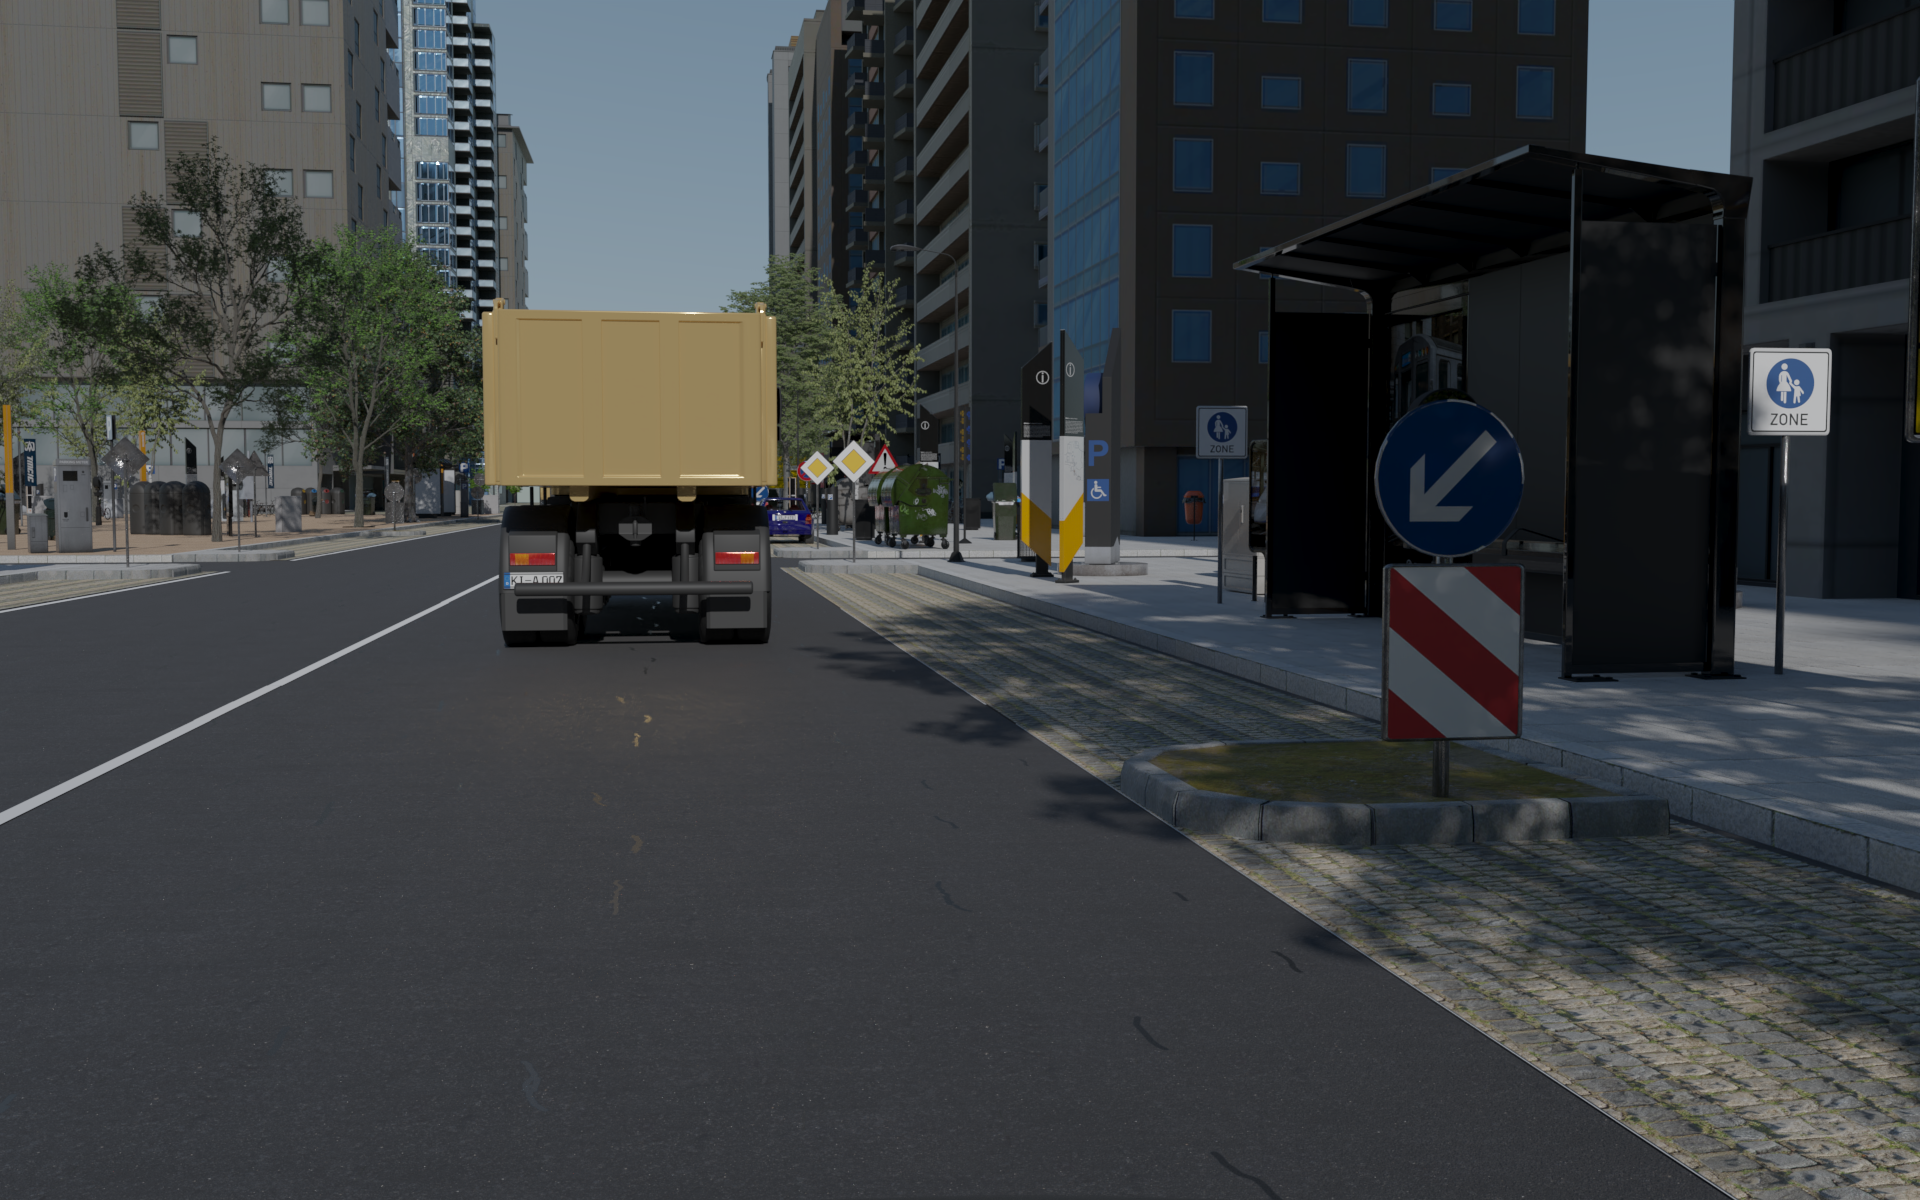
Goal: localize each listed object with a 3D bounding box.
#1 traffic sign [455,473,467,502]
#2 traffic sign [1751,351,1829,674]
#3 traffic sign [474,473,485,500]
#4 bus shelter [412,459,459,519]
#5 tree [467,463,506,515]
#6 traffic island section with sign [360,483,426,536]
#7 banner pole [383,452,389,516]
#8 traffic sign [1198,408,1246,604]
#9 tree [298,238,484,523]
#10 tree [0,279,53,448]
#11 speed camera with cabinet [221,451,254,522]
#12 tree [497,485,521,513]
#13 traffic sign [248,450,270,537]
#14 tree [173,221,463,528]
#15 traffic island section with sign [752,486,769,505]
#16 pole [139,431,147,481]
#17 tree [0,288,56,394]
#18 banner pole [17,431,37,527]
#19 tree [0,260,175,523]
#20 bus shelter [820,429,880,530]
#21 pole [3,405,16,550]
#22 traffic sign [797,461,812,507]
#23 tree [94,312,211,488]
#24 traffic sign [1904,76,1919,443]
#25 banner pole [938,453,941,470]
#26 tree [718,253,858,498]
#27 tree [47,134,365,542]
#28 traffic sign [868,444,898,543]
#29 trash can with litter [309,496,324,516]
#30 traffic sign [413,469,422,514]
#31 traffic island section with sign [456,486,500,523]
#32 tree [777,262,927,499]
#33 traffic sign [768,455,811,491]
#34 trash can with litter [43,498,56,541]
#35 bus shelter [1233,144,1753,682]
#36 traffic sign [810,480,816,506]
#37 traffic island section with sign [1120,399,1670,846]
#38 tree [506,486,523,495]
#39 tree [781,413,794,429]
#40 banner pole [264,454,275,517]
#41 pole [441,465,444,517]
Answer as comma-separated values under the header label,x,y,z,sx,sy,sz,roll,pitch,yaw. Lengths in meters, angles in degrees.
label,x,y,z,sx,sy,sz,roll,pitch,yaw
traffic sign,-30.159,-6.395,104.666,0.768,2.556,0.104,0,4,-1
traffic sign,5.826,-0.619,12.255,0.606,2.300,0.079,0,4,-7
traffic sign,-29.232,-6.447,105.513,0.768,2.556,0.104,0,4,-6
bus shelter,-28.373,-6.065,93.091,2.014,3.302,5.546,-1,4,-10
tree,-29.657,-6.907,107.535,1.663,3.219,1.824,0,3,0
traffic island section with sign,-19.582,-3.139,59.944,1.989,1.847,2.006,-1,4,-10
banner pole,-33.998,-6.893,102.720,0.401,3.779,0.863,-3,4,-37
traffic sign,3.041,-1.106,20.210,0.606,2.300,0.079,0,4,-7
tree,-24.831,-9.852,78.086,9.611,12.733,9.660,0,3,0
tree,-32.415,-6.562,57.644,4.737,8.622,4.395,0,3,0
speed camera with cabinet,-33.237,-5.220,79.685,2.038,3.252,0.660,3,4,38
tree,-31.273,-10.236,117.728,4.737,8.622,4.395,0,3,0
traffic sign,-21.025,-3.158,51.640,0.884,2.594,0.081,0,4,-2
tree,-22.939,-8.575,65.962,9.928,11.665,9.643,0,3,0
traffic island section with sign,-7.407,-3.308,62.713,1.989,1.847,2.006,-1,4,-10
pole,-26.346,-3.794,55.867,0.158,3.312,0.155,0,3,0
tree,-29.413,-6.172,51.277,4.360,8.622,3.978,0,3,0
banner pole,-36.996,-4.809,68.643,0.401,3.779,0.863,3,4,39
tree,-39.260,-9.321,78.153,9.928,11.665,9.643,0,3,0
bus shelter,-4.162,-4.549,65.656,1.731,3.624,6.357,-1,4,-10
pole,-21.819,-2.808,39.754,0.158,3.312,0.155,0,3,0
traffic sign,-5.893,-4.078,66.777,0.768,2.556,0.104,-1,4,-9
tree,-30.972,-7.087,66.240,4.737,8.622,4.395,0,3,0
traffic sign,5.758,-0.899,8.569,2.265,3.308,0.079,0,4,-3
banner pole,-1.410,-6.300,93.022,0.863,3.779,0.401,-1,4,-15
tree,-8.381,-10.007,81.746,7.486,12.596,7.792,0,3,0
tree,-19.923,-6.816,45.856,8.767,10.594,7.601,-1,4,-10
traffic sign,-1.958,-2.774,45.353,0.884,2.594,0.081,0,4,-2
trash can with litter,-37.418,-5.459,100.634,0.624,1.170,1.055,0,4,1
traffic sign,-27.322,-5.300,86.766,0.768,2.556,0.104,-1,4,-9
traffic island section with sign,-24.063,-4.764,86.526,1.989,1.847,2.006,-1,4,-10
tree,-3.251,-6.444,55.714,4.737,8.622,4.395,0,3,0
traffic sign,-8.912,-5.911,90.515,2.265,3.308,0.079,0,4,-7
trash can with litter,-24.842,-2.226,47.790,1.055,1.170,0.624,3,5,42
bus shelter,4.152,-1.444,14.887,1.731,3.624,6.357,-1,4,-10
traffic sign,-7.847,-5.569,91.050,0.884,2.594,0.081,0,4,-5
traffic island section with sign,1.820,0.039,7.990,1.989,1.847,2.006,-1,4,-10
tree,-34.364,-8.524,133.974,1.663,3.219,1.824,0,3,0
tree,-16.671,-13.563,132.122,12.009,13.543,11.850,0,3,0
banner pole,-38.444,-6.503,96.333,0.863,3.779,0.401,2,4,24
pole,-29.109,-6.330,97.340,0.158,3.312,0.155,0,3,0
